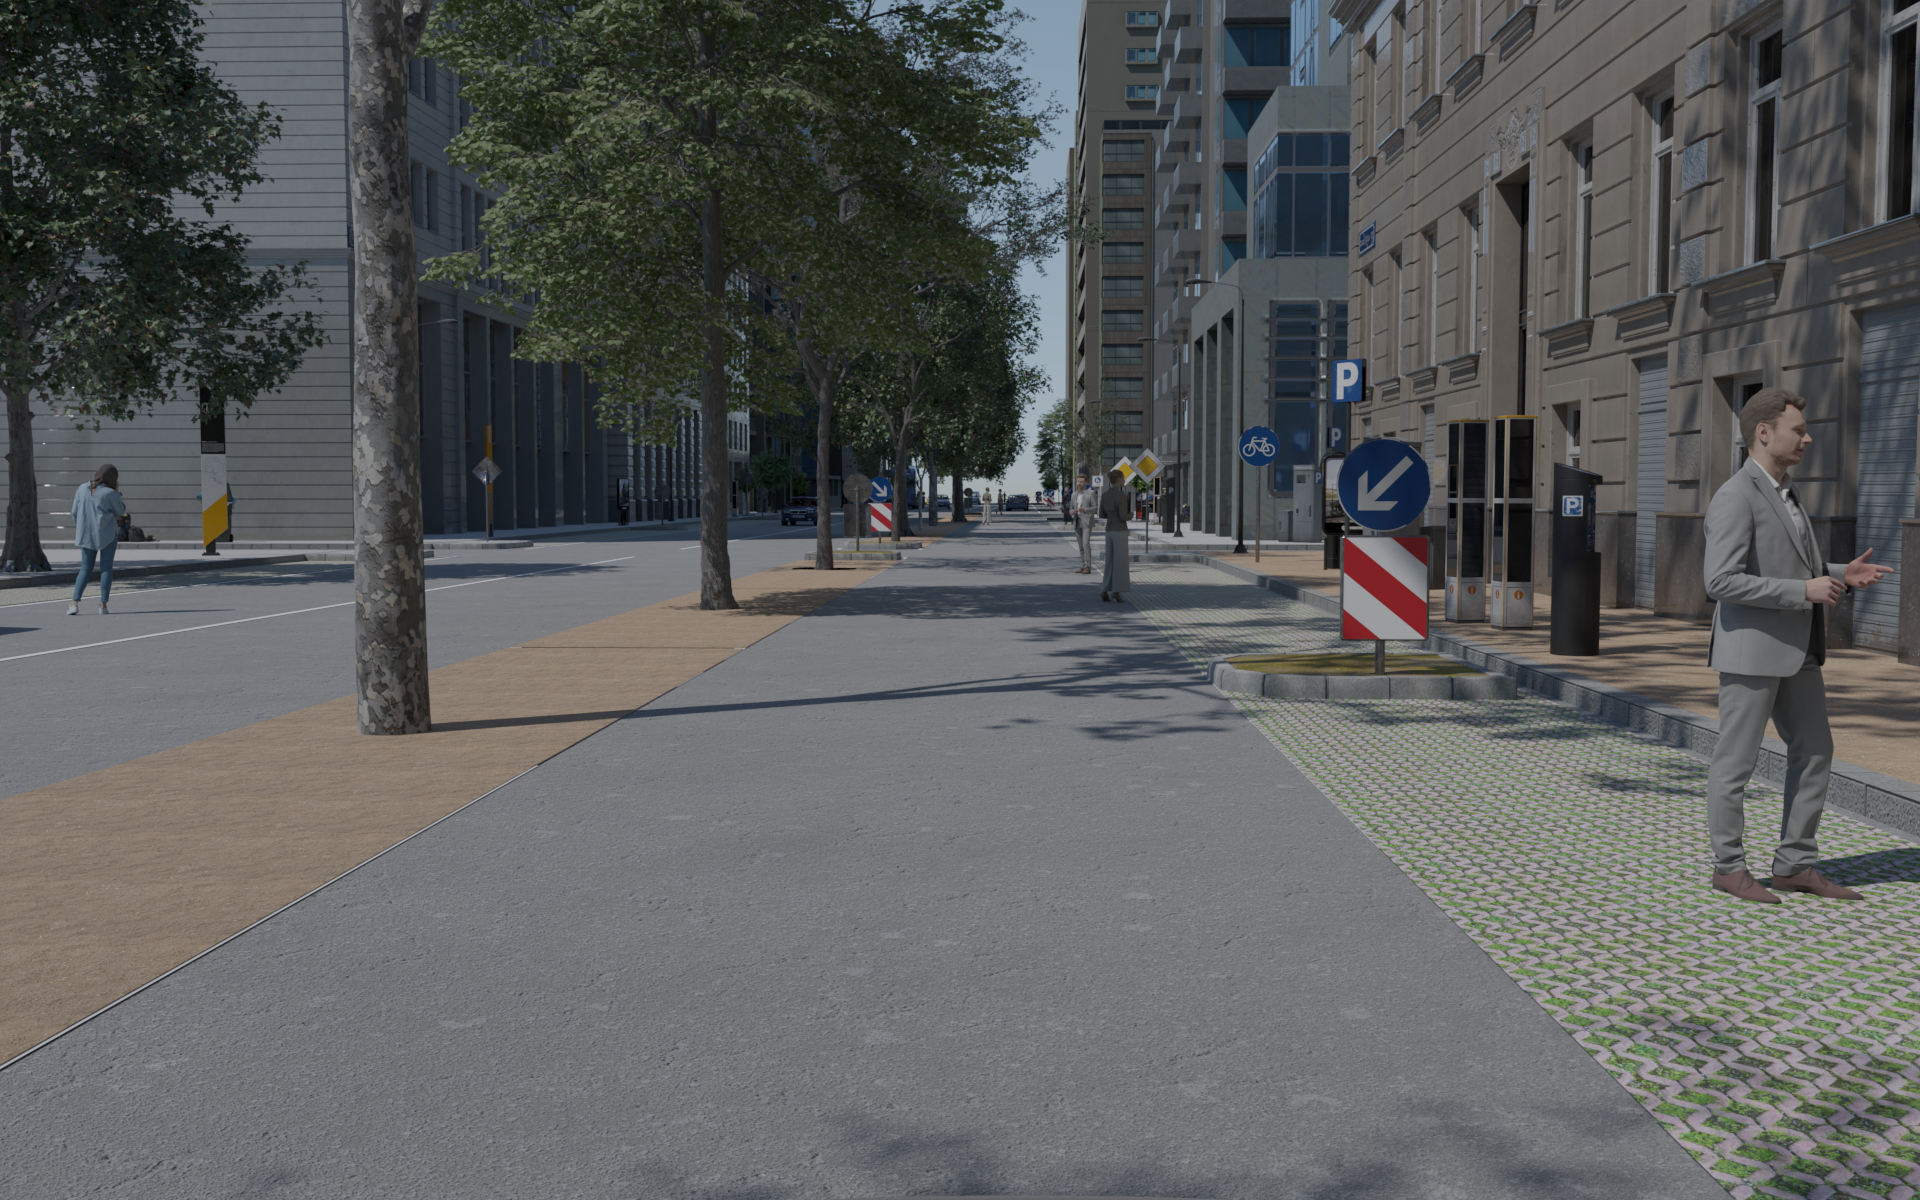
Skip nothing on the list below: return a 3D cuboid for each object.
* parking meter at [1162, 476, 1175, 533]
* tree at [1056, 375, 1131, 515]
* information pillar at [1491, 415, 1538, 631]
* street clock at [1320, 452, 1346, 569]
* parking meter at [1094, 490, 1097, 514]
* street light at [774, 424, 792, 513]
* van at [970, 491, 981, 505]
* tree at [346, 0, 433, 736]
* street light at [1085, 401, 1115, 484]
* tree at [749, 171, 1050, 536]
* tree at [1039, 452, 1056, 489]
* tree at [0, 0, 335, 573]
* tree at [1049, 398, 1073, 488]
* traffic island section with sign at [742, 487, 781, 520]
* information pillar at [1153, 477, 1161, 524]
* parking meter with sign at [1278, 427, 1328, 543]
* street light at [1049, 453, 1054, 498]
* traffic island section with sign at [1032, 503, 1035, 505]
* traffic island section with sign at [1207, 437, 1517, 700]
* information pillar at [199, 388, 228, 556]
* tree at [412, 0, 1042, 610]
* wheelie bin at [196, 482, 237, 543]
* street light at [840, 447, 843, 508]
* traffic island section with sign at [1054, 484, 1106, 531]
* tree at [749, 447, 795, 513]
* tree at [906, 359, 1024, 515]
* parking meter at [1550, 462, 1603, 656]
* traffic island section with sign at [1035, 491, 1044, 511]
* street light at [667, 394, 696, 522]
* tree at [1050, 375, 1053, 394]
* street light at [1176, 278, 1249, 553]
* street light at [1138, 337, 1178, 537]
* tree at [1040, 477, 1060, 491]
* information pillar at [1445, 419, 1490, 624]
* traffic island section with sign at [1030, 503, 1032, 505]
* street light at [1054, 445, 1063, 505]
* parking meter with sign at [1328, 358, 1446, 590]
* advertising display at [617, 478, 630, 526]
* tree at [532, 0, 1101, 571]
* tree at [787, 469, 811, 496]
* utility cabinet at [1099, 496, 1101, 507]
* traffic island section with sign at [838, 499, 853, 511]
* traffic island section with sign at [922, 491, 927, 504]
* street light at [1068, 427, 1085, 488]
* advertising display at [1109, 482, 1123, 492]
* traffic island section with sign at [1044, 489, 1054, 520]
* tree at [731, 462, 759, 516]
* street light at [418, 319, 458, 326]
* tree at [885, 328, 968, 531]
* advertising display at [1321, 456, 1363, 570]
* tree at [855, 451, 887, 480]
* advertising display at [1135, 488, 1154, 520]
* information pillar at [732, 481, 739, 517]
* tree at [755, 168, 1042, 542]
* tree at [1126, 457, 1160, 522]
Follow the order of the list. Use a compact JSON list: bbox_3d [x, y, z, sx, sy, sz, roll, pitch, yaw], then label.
[{"bbox_3d":[6.833,-3.125,56.798,0.399,1.863,0.255,-2,4,-28],"label":"parking meter"},{"bbox_3d":[8.305,-9.542,106.373,4.360,8.622,3.978,0,3,0],"label":"tree"},{"bbox_3d":[5.220,-0.724,16.330,0.304,2.012,0.304,0,4,-5],"label":"information pillar"},{"bbox_3d":[6.402,-1.533,29.635,0.471,2.002,0.358,-2,4,-29],"label":"street clock"},{"bbox_3d":[8.509,-6.145,108.885,0.372,1.533,0.369,0,3,0],"label":"parking meter"},{"bbox_3d":[-11.717,-8.716,115.050,1.470,5.913,1.316,0,4,2],"label":"street light"},{"bbox_3d":[1.937,-14.015,236.151,2.013,2.044,4.112,0,4,4],"label":"van"},{"bbox_3d":[-2.216,-9.208,8.899,12.611,20.169,13.585,0,3,0],"label":"tree"},{"bbox_3d":[7.139,-6.949,86.156,1.470,5.913,1.316,0,4,2],"label":"street light"},{"bbox_3d":[-2.000,-8.485,58.196,9.611,12.733,9.660,0,3,0],"label":"tree"},{"bbox_3d":[14.243,-19.407,267.672,4.360,8.622,3.978,0,3,0],"label":"tree"},{"bbox_3d":[-15.612,-6.822,28.549,9.611,12.733,9.660,0,3,0],"label":"tree"},{"bbox_3d":[11.908,-17.513,204.456,7.486,12.596,7.792,0,3,0],"label":"tree"},{"bbox_3d":[-10.915,-5.319,95.592,1.989,1.847,2.006,0,4,2],"label":"traffic island section with sign"},{"bbox_3d":[8.449,-4.266,74.246,0.304,2.012,0.304,0,4,5],"label":"information pillar"},{"bbox_3d":[9.177,-3.021,45.648,0.543,3.016,1.738,-3,5,-41],"label":"parking meter with sign"},{"bbox_3d":[11.524,-14.607,211.362,1.470,5.913,1.316,0,4,2],"label":"street light"},{"bbox_3d":[8.429,-10.005,172.210,1.989,1.847,2.006,0,4,2],"label":"traffic island section with sign"},{"bbox_3d":[2.899,-0.265,12.954,1.989,1.847,2.006,0,4,2],"label":"traffic island section with sign"},{"bbox_3d":[-15.520,-2.730,35.987,0.504,3.616,0.183,-1,4,-18],"label":"information pillar"},{"bbox_3d":[-2.921,-6.120,20.646,7.486,12.596,7.792,0,3,0],"label":"tree"},{"bbox_3d":[-19.699,-2.320,45.841,0.980,1.594,0.693,-3,5,-41],"label":"wheelie bin"},{"bbox_3d":[-10.195,-11.291,157.149,1.470,5.913,1.316,0,4,2],"label":"street light"},{"bbox_3d":[4.802,-3.619,67.798,1.989,1.847,2.006,0,4,2],"label":"traffic island section with sign"},{"bbox_3d":[-13.019,-8.294,119.327,4.285,4.588,4.351,0,3,0],"label":"tree"},{"bbox_3d":[0.037,-12.674,116.325,9.857,13.997,8.962,0,3,0],"label":"tree"},{"bbox_3d":[4.917,-0.331,13.815,0.372,1.533,0.369,0,3,0],"label":"parking meter"},{"bbox_3d":[7.477,-8.335,144.911,1.989,1.847,2.006,0,4,2],"label":"traffic island section with sign"},{"bbox_3d":[-12.936,-6.612,80.653,1.470,5.913,1.316,0,4,2],"label":"street light"},{"bbox_3d":[-0.048,-10.322,88.224,9.611,12.733,9.660,0,3,0],"label":"tree"},{"bbox_3d":[5.551,-3.970,37.455,1.470,5.913,1.316,0,4,2],"label":"street light"},{"bbox_3d":[5.958,-4.823,51.389,1.470,5.913,1.316,0,4,2],"label":"street light"},{"bbox_3d":[14.396,-17.877,276.009,4.285,4.588,4.351,0,3,0],"label":"tree"},{"bbox_3d":[5.037,-0.779,17.222,0.304,2.012,0.304,-1,4,-10],"label":"information pillar"},{"bbox_3d":[10.358,-13.404,227.783,1.989,1.847,2.006,0,4,2],"label":"traffic island section with sign"},{"bbox_3d":[9.837,-11.607,162.309,1.470,5.913,1.316,0,4,2],"label":"street light"},{"bbox_3d":[5.757,-1.633,22.962,1.738,3.016,0.543,-2,4,-31],"label":"parking meter with sign"},{"bbox_3d":[-13.641,-3.972,70.150,0.123,1.923,0.974,1,4,13],"label":"advertising display"},{"bbox_3d":[-2.580,-7.311,32.364,12.009,13.543,11.850,0,3,0],"label":"tree"},{"bbox_3d":[-11.981,-8.333,130.839,1.663,3.219,1.824,0,3,0],"label":"tree"},{"bbox_3d":[7.828,-5.128,95.000,0.306,1.237,1.020,1,4,11],"label":"utility cabinet"},{"bbox_3d":[-9.171,-8.388,145.771,1.989,1.847,2.006,0,4,2],"label":"traffic island section with sign"},{"bbox_3d":[-5.368,-15.082,255.214,1.989,1.847,2.006,0,4,2],"label":"traffic island section with sign"},{"bbox_3d":[8.384,-9.053,120.552,1.470,5.913,1.316,0,4,2],"label":"street light"},{"bbox_3d":[7.365,-4.685,81.809,0.123,1.923,0.974,-2,4,-28],"label":"advertising display"},{"bbox_3d":[5.742,-5.269,94.784,1.989,1.847,2.006,0,4,2],"label":"traffic island section with sign"},{"bbox_3d":[-12.850,-6.639,103.149,1.663,3.219,1.824,0,3,0],"label":"tree"},{"bbox_3d":[-14.021,-4.502,46.150,1.470,5.913,1.316,0,4,2],"label":"street light"},{"bbox_3d":[-1.575,-7.012,67.463,4.737,8.622,4.395,0,3,0],"label":"tree"},{"bbox_3d":[6.596,-1.468,29.215,0.974,1.923,0.123,0,4,-1],"label":"advertising display"},{"bbox_3d":[-10.311,-14.967,195.066,4.360,8.622,3.978,0,3,0],"label":"tree"},{"bbox_3d":[9.021,-4.832,84.219,0.974,1.923,0.123,1,4,11],"label":"advertising display"},{"bbox_3d":[-12.664,-5.690,97.525,0.304,2.012,0.304,1,4,9],"label":"information pillar"},{"bbox_3d":[-1.905,-6.893,49.563,8.767,10.594,7.601,0,4,2],"label":"tree"},{"bbox_3d":[8.495,-5.205,79.709,1.663,3.219,1.824,0,3,0],"label":"tree"}]
